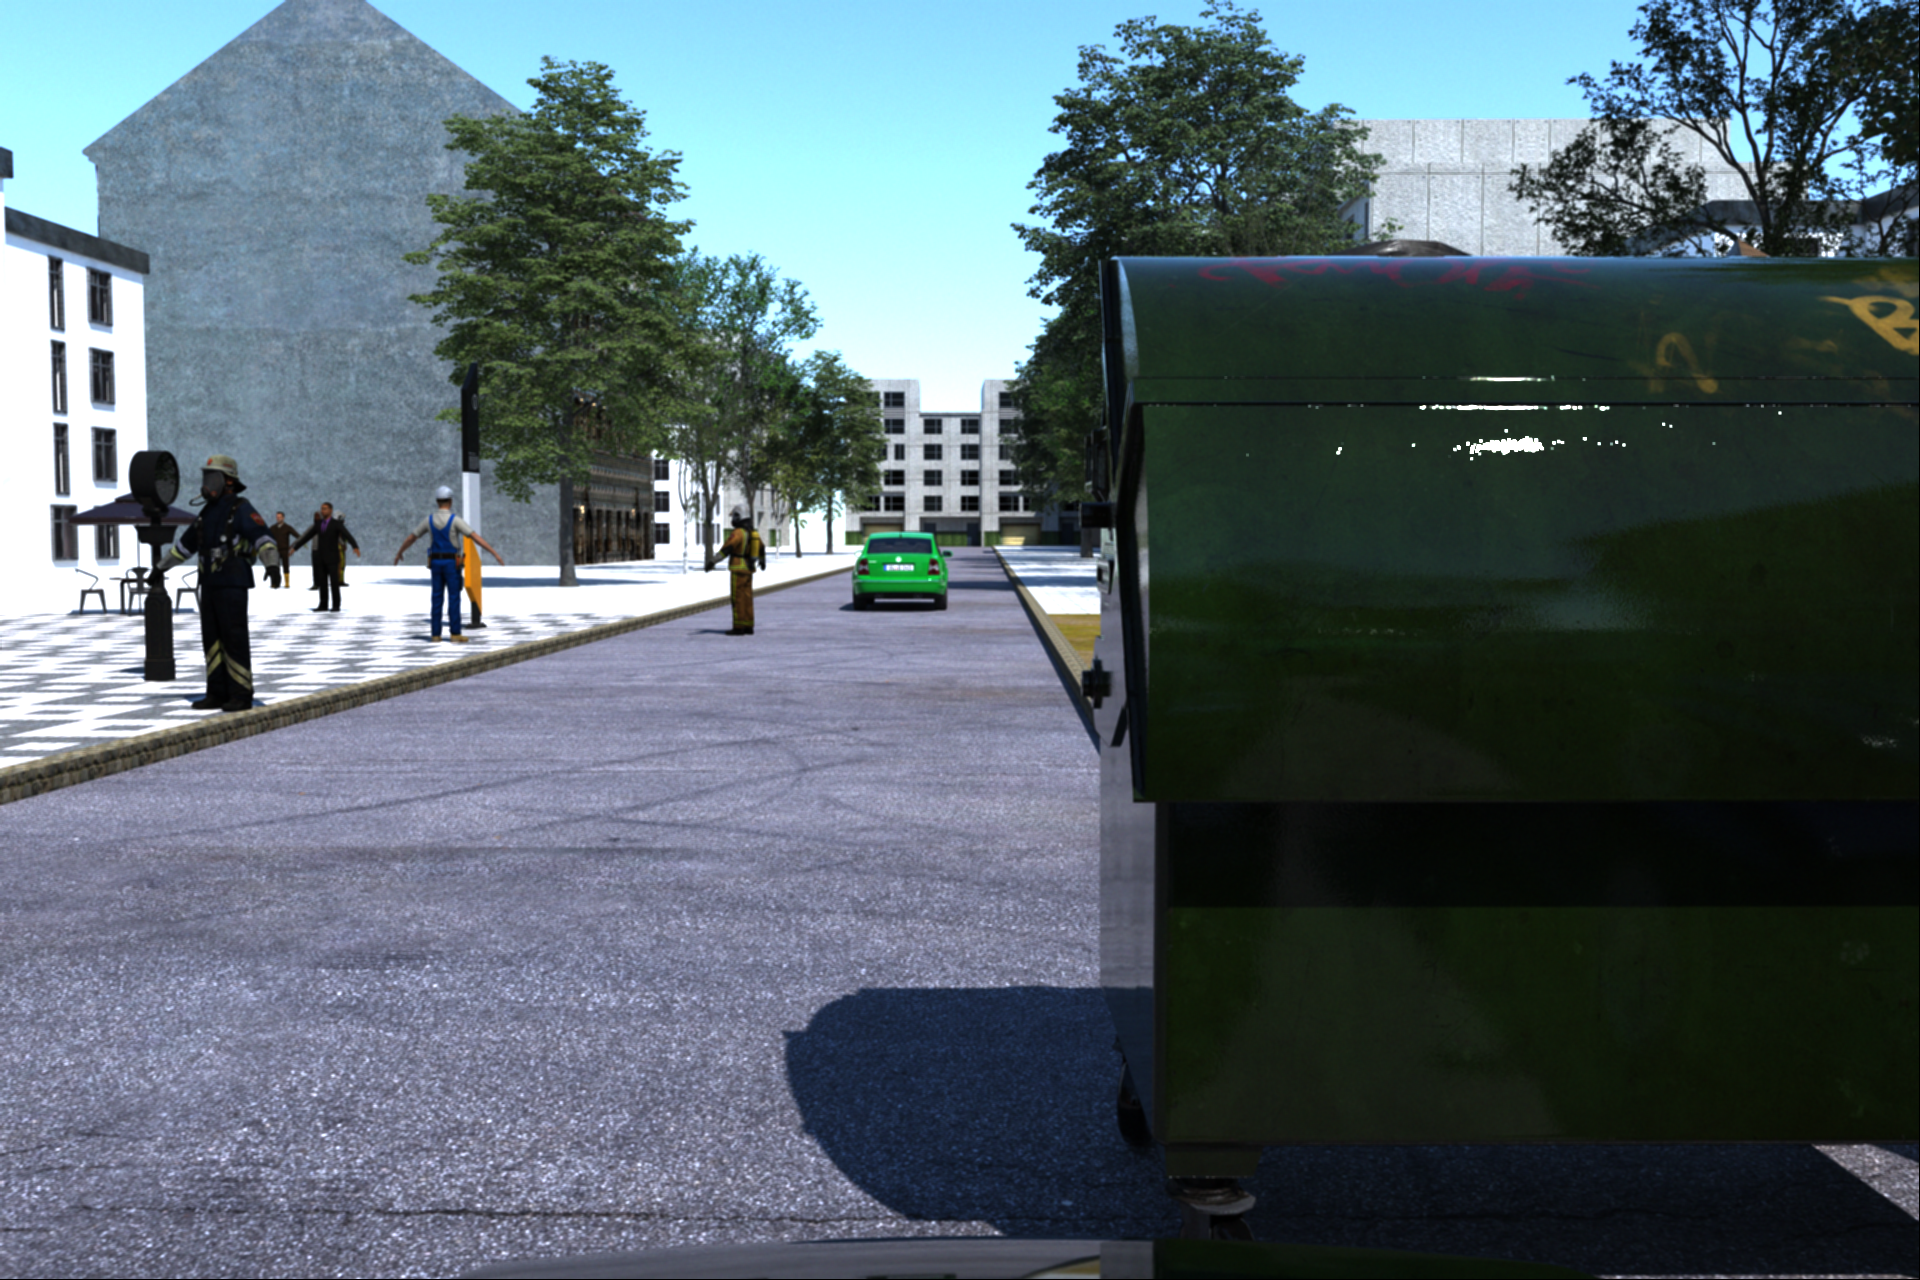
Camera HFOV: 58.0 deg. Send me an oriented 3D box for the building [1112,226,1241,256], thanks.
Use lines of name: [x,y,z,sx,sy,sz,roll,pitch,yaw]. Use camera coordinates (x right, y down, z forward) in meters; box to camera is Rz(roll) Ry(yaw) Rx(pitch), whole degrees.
building: [24.644,-17.576,131.335,27.936,21.610,32.646,0,4,1]

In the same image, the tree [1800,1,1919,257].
tree: [10.346,-6.437,11.906,9.857,13.997,8.962,0,3,0]

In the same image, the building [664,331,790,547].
building: [-26.662,-18.302,165.698,16.747,18.905,31.486,0,4,2]

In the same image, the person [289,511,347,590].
person: [-14.615,-2.040,39.490,1.348,1.813,0.705,0,4,4]

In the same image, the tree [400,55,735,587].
tree: [-9.311,-7.543,41.454,7.486,12.596,7.792,0,3,0]

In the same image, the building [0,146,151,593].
building: [-25.272,-5.871,38.141,9.099,9.664,28.070,0,4,1]

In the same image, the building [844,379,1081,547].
building: [2.630,-20.493,203.975,31.486,18.905,16.747,0,4,-1]

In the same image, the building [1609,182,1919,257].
building: [23.429,-6.217,43.803,9.099,9.664,28.070,0,4,0]

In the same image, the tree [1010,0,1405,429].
tree: [6.123,-8.278,41.998,9.857,13.997,8.962,0,3,0]

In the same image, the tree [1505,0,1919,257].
tree: [11.756,-5.462,23.711,8.767,10.594,7.601,1,4,22]

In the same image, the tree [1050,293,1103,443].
tree: [6.590,-7.444,56.120,7.601,10.594,8.767,-3,5,-41]

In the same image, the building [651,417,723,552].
building: [-22.848,-11.793,134.964,9.099,9.664,28.070,0,4,2]

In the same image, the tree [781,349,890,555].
tree: [-7.834,-11.528,106.617,7.486,12.596,7.792,0,3,0]

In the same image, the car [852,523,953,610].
car: [-1.124,-1.541,33.986,1.959,1.807,4.718,0,3,0]

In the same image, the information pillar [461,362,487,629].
information pillar: [-6.601,-1.961,23.422,0.183,3.616,0.504,0,4,2]

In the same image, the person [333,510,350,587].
person: [-15.178,-2.239,42.381,1.354,1.858,0.705,3,5,43]

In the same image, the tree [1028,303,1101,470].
tree: [6.260,-8.793,69.518,9.928,11.665,9.643,0,3,0]

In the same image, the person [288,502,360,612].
person: [-10.440,-1.366,28.565,1.346,1.802,0.704,1,4,16]

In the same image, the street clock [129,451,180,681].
street clock: [-7.008,-0.645,15.117,0.358,2.002,0.471,0,4,1]

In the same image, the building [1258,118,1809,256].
building: [24.423,-13.213,82.495,16.747,18.905,31.486,0,4,1]

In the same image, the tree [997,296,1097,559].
tree: [6.795,-11.263,90.802,9.857,13.997,8.962,0,3,0]

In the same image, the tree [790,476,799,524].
tree: [-22.428,-17.956,200.241,9.857,13.997,8.962,0,3,0]

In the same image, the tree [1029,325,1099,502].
tree: [7.088,-9.891,79.847,7.486,12.596,7.792,0,3,0]

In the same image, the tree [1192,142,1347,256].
tree: [6.105,-5.060,33.094,4.360,8.622,3.978,0,3,0]

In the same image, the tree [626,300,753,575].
tree: [-8.898,-6.369,54.501,4.360,8.622,3.978,0,3,0]

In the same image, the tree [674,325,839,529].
tree: [-8.891,-8.626,75.453,8.767,10.594,7.601,2,4,24]

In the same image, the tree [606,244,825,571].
tree: [-8.796,-8.287,61.249,9.928,11.665,9.643,0,3,0]

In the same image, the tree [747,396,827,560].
tree: [-8.843,-8.247,85.197,4.737,8.622,4.395,0,3,0]

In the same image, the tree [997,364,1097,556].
tree: [7.299,-11.779,102.963,12.009,13.543,11.850,0,3,0]

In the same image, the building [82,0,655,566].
building: [-24.715,-15.074,77.386,19.493,23.208,18.063,0,4,1]

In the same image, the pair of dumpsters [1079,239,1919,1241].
pair of dumpsters: [2.466,0.081,3.631,4.436,2.255,1.574,0,4,0]

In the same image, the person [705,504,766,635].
person: [-3.122,-1.001,24.594,0.705,1.858,1.354,2,4,29]

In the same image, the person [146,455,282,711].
person: [-5.378,-0.418,12.607,1.354,1.856,0.705,2,4,28]

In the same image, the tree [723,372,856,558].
tree: [-8.954,-9.731,93.516,7.601,10.594,8.767,3,4,39]

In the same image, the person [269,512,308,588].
person: [-16.124,-2.138,41.097,1.346,1.812,0.704,0,4,-2]

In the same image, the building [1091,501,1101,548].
building: [26.279,-20.449,178.311,27.936,21.610,32.646,0,4,0]

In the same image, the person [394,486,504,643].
person: [-6.085,-0.897,20.517,1.347,1.847,0.705,0,4,6]
